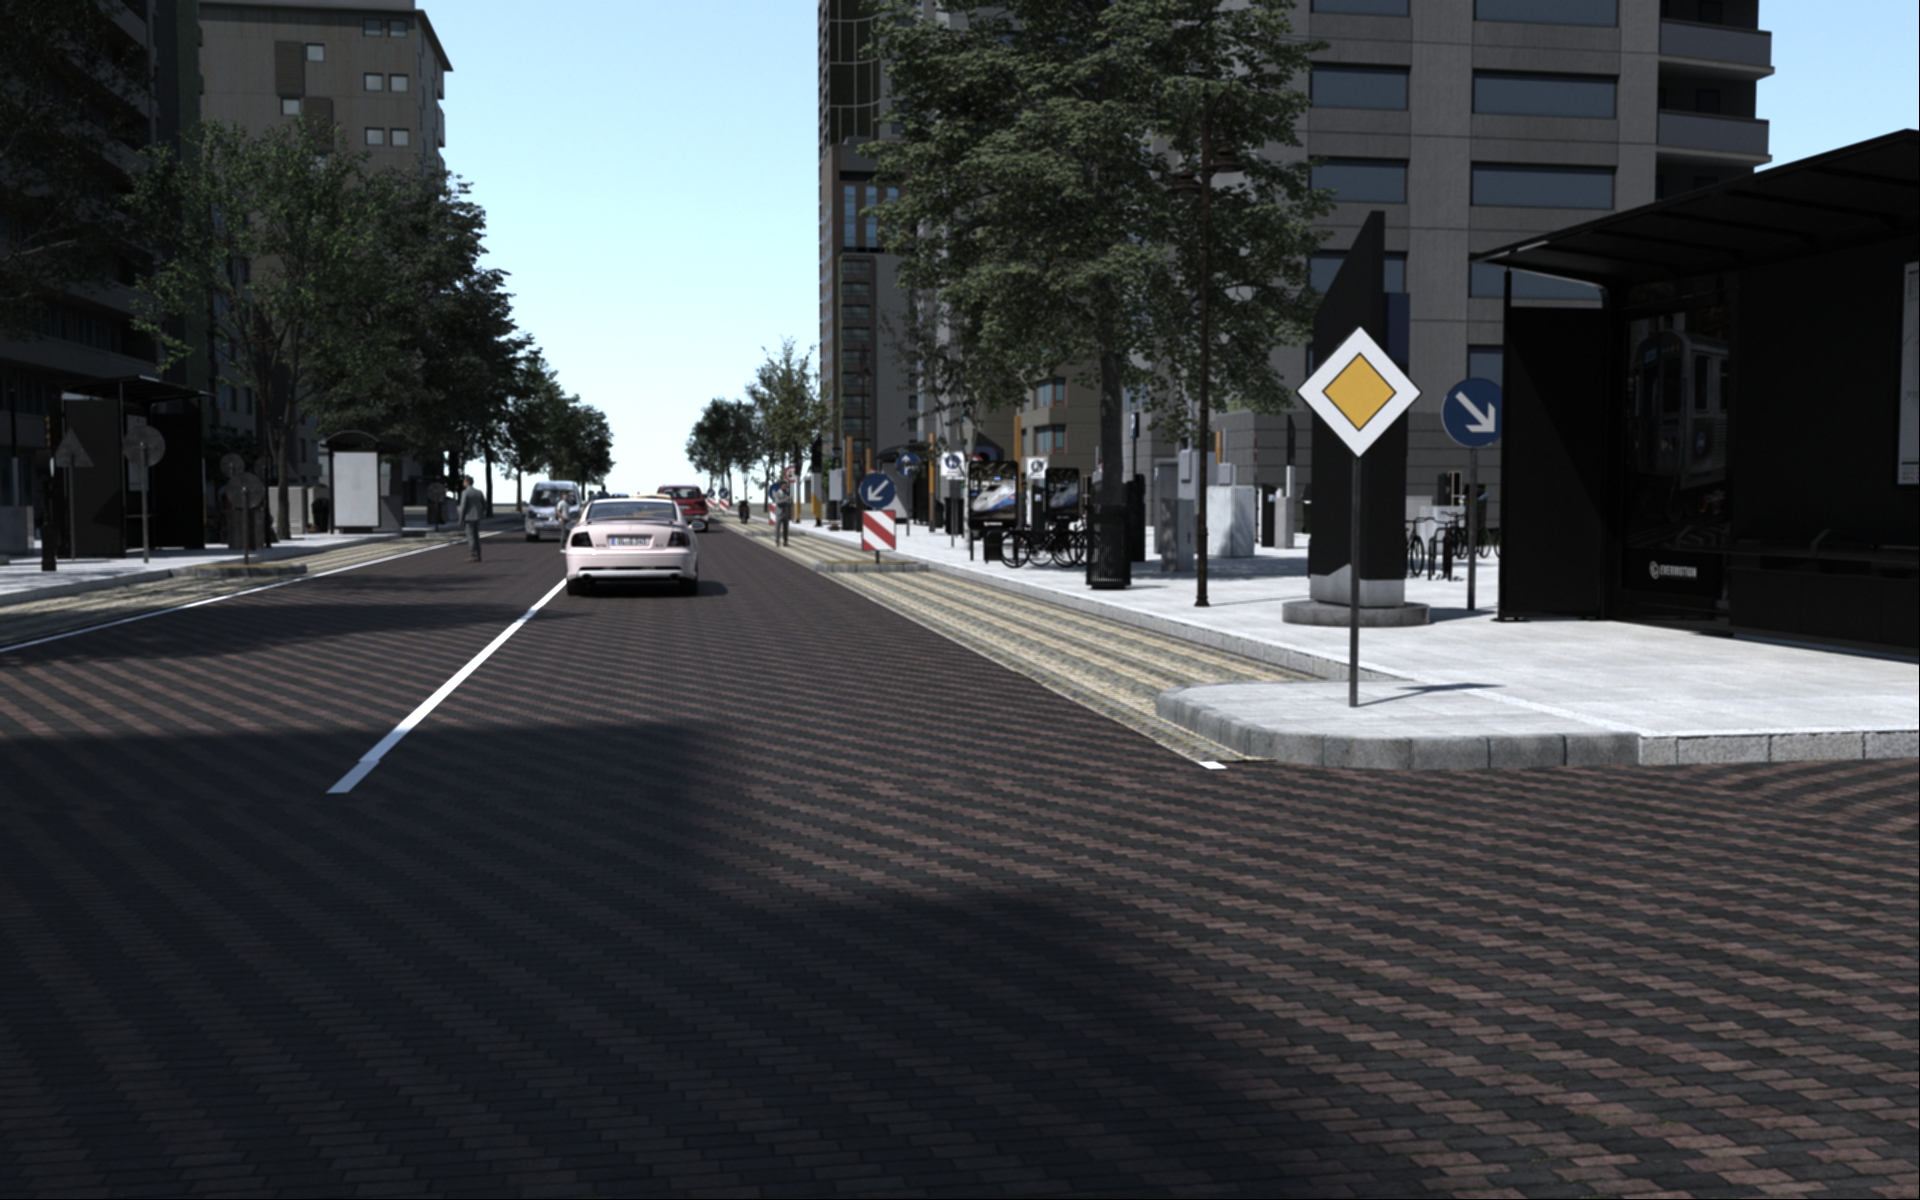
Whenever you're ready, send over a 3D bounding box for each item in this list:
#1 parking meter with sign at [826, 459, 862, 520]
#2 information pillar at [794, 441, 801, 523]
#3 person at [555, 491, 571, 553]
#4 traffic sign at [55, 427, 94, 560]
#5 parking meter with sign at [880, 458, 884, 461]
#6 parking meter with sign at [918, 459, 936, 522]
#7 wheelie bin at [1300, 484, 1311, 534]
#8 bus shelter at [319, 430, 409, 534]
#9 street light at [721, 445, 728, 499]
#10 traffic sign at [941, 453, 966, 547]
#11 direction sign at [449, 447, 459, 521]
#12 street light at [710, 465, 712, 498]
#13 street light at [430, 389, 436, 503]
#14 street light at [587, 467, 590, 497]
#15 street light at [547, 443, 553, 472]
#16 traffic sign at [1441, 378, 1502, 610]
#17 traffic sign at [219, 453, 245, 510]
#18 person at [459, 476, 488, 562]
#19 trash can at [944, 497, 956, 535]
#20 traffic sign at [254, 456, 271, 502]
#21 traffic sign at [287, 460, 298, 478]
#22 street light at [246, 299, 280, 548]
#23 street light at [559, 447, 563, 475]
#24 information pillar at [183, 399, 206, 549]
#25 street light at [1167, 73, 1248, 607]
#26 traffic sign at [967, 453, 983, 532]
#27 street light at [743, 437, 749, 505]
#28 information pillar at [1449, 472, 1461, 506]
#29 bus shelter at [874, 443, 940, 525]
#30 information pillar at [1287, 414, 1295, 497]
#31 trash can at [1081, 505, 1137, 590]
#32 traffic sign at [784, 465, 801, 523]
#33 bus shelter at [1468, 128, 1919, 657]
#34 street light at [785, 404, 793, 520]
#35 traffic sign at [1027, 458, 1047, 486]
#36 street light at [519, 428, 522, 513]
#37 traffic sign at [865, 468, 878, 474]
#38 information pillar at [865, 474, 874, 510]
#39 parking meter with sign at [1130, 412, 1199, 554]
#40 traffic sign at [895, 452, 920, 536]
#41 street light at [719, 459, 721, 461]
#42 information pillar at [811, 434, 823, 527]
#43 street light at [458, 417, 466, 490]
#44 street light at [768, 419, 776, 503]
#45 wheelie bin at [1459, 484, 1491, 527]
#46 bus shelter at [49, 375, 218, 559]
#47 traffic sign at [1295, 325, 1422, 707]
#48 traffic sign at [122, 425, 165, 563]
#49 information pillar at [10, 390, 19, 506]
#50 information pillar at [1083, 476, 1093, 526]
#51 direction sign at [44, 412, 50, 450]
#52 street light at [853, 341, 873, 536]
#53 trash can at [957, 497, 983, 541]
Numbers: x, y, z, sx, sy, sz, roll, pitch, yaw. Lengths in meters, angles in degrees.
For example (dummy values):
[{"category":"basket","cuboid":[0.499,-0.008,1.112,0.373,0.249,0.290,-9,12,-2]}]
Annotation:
[{"category":"parking meter with sign","cuboid":[-5.735,-5.456,85.468,1.738,3.016,0.543,0,4,1]},{"category":"information pillar","cuboid":[-7.144,-5.193,76.254,0.183,3.616,0.504,1,4,13]},{"category":"person","cuboid":[-9.597,-1.899,42.147,0.523,1.515,0.503,-1,4,-13]},{"category":"traffic sign","cuboid":[-17.213,-2.052,33.547,0.884,2.594,0.081,0,4,0]},{"category":"parking meter with sign","cuboid":[-3.425,-5.225,81.682,0.543,3.016,1.738,-1,4,-9]},{"category":"parking meter with sign","cuboid":[-1.555,-5.074,79.226,0.543,3.016,1.738,1,4,11]},{"category":"wheelie bin","cuboid":[11.402,-2.925,55.734,0.980,1.594,0.693,3,4,37]},{"category":"bus shelter","cuboid":[-19.749,-3.899,57.680,2.014,3.302,5.546,-1,4,-10]},{"category":"street light","cuboid":[-21.489,-11.439,159.815,0.468,5.910,1.993,-1,4,-10]},{"category":"traffic sign","cuboid":[-0.178,-2.433,41.914,0.606,2.300,0.079,0,4,-3]},{"category":"direction sign","cuboid":[-23.925,-5.497,81.880,0.379,3.537,0.876,-3,5,-44]},{"category":"street light","cuboid":[-30.078,-14.469,209.352,0.468,5.910,1.993,-1,4,-10]},{"category":"street light","cuboid":[-22.216,-6.139,73.166,0.468,5.910,1.993,-1,4,-10]},{"category":"street light","cuboid":[-49.400,-15.770,230.631,0.468,5.910,1.993,-1,4,-10]},{"category":"street light","cuboid":[-35.498,-10.835,149.934,0.468,5.910,1.993,-1,4,-10]},{"category":"traffic sign","cuboid":[5.645,-1.159,19.051,0.768,2.556,0.104,0,4,-2]},{"category":"traffic sign","cuboid":[-22.794,-3.312,54.253,0.768,2.556,0.104,0,4,-5]},{"category":"person","cuboid":[-10.298,-1.711,36.569,0.391,1.810,0.635,2,4,24]},{"category":"trash can","cuboid":[-0.165,-2.629,54.642,0.748,1.137,0.748,0,3,0]},{"category":"traffic sign","cuboid":[-23.370,-3.558,58.283,0.768,2.556,0.104,0,4,-3]},{"category":"traffic sign","cuboid":[-22.976,-3.606,58.966,0.884,2.594,0.081,-1,4,-8]},{"category":"street light","cuboid":[-16.536,-4.186,41.221,0.468,5.910,1.993,-1,4,-10]},{"category":"street light","cuboid":[-38.171,-11.795,165.641,0.468,5.910,1.993,-1,4,-10]},{"category":"information pillar","cuboid":[-17.936,-3.009,40.556,0.504,3.616,0.183,1,4,11]},{"category":"street light","cuboid":[2.766,-2.864,19.610,0.468,5.910,1.993,-1,4,-10]},{"category":"traffic sign","cuboid":[0.352,-3.303,54.106,0.768,2.556,0.104,0,4,-7]},{"category":"street light","cuboid":[-15.773,-9.459,127.449,0.468,5.910,1.993,-1,4,-10]},{"category":"information pillar","cuboid":[16.184,-3.192,56.685,0.304,2.012,0.304,-1,4,-11]},{"category":"bus shelter","cuboid":[-2.197,-4.739,71.407,2.014,3.302,5.546,-1,4,-10]},{"category":"information pillar","cuboid":[9.709,-3.639,50.852,0.183,3.616,0.504,2,4,30]},{"category":"trash can","cuboid":[2.001,-0.713,23.308,0.748,1.137,0.748,0,3,0]},{"category":"traffic sign","cuboid":[-7.415,-4.691,76.800,0.768,2.556,0.104,0,4,-1]},{"category":"bus shelter","cuboid":[6.403,-1.413,14.386,1.731,3.624,6.357,-1,4,-10]},{"category":"street light","cuboid":[-8.279,-6.816,84.233,0.468,5.910,1.993,-1,4,-10]},{"category":"traffic sign","cuboid":[2.162,-2.849,48.710,0.606,2.300,0.079,-1,4,-10]},{"category":"street light","cuboid":[-29.795,-8.843,117.370,0.468,5.910,1.993,-1,4,-10]},{"category":"traffic sign","cuboid":[-4.380,-5.250,85.943,0.768,2.556,0.104,-1,4,-10]},{"category":"information pillar","cuboid":[-3.276,-3.521,62.063,0.304,2.012,0.304,-1,4,-20]},{"category":"parking meter with sign","cuboid":[4.538,-2.492,37.002,1.738,3.016,0.543,0,4,-6]},{"category":"traffic sign","cuboid":[-1.584,-3.219,52.738,0.768,2.556,0.104,0,4,-4]},{"category":"street light","cuboid":[-24.384,-12.507,177.278,0.468,5.910,1.993,-1,4,-10]},{"category":"information pillar","cuboid":[-5.611,-4.681,67.892,0.183,3.616,0.504,3,5,40]},{"category":"street light","cuboid":[-24.090,-6.802,84.007,0.468,5.910,1.993,-1,4,-10]},{"category":"street light","cuboid":[-10.198,-7.453,94.643,0.468,5.910,1.993,-1,4,-10]},{"category":"wheelie bin","cuboid":[16.199,-2.844,54.405,0.980,1.594,0.693,0,3,0]},{"category":"bus shelter","cuboid":[-17.550,-2.804,37.133,1.731,3.624,6.357,-1,4,-10]},{"category":"traffic sign","cuboid":[2.367,-0.411,10.370,0.795,2.450,0.064,-1,4,-10]},{"category":"traffic sign","cuboid":[-15.121,-1.957,32.102,0.768,2.556,0.104,0,4,-4]},{"category":"information pillar","cuboid":[-21.463,-2.936,39.352,0.183,3.616,0.504,-2,4,-26]},{"category":"information pillar","cuboid":[5.080,-3.941,68.924,0.304,2.012,0.304,-1,4,-20]},{"category":"direction sign","cuboid":[-24.921,-3.409,47.741,0.876,3.537,0.379,2,4,31]},{"category":"street light","cuboid":[-2.916,-4.859,52.234,0.468,5.910,1.993,-1,4,-10]},{"category":"trash can","cuboid":[0.355,-2.216,47.883,0.748,1.137,0.748,0,3,0]}]
